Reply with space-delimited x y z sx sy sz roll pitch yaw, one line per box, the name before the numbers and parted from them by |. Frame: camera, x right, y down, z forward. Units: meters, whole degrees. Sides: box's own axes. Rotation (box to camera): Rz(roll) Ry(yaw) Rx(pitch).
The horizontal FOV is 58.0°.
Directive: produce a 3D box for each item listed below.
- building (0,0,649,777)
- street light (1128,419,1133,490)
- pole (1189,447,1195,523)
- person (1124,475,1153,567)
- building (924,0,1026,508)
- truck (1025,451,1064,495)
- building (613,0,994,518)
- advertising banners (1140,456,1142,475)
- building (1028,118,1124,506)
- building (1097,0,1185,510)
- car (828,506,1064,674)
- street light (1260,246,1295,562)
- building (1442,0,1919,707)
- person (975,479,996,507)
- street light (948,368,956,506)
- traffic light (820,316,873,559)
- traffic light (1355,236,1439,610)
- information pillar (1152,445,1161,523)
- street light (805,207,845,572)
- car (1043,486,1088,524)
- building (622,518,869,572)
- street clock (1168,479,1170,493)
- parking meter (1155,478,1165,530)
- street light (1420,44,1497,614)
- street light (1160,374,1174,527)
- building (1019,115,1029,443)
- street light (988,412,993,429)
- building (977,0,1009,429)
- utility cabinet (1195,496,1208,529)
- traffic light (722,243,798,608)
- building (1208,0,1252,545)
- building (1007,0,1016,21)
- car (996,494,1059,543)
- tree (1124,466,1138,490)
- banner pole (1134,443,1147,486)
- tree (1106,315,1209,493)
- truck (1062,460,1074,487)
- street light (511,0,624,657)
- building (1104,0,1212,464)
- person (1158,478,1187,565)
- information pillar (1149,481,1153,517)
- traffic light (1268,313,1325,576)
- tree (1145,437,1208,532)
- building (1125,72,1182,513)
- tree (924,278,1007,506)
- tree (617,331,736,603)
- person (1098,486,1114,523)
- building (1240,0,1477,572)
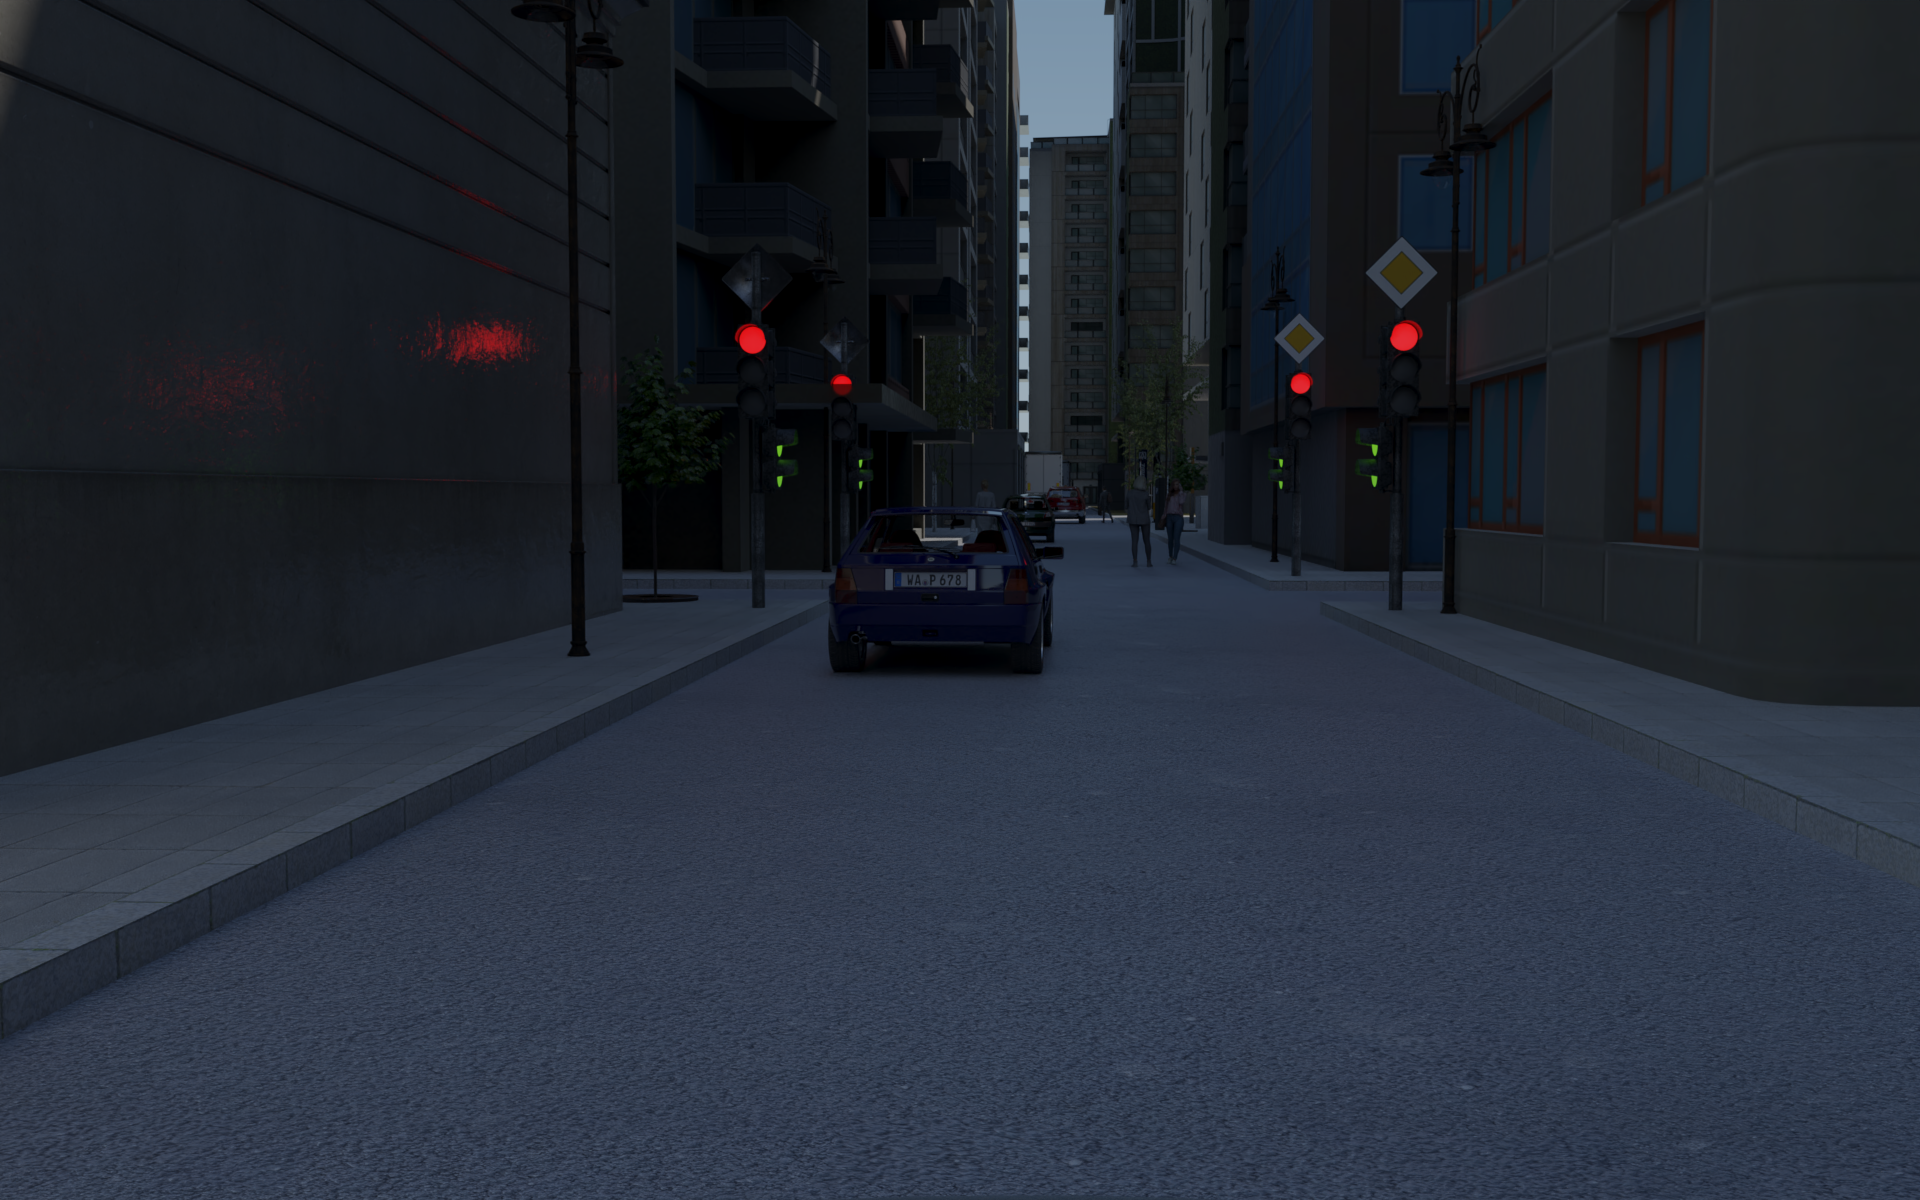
building | -18.333 -10.927 11.937 30.059 22.955 16.112 0 4 3
street light | 9.912 -7.862 101.326 0.468 5.910 1.993 0 4 3
pole | 10.125 -5.001 75.605 0.158 3.312 0.155 0 3 0
person | 3.511 -1.554 34.094 0.537 1.800 0.526 1 4 21
building | -7.443 -38.888 74.071 20.563 71.187 20.611 0 4 3
truck | 5.740 -7.955 118.980 2.839 4.237 11.283 0 4 3
building | -9.026 -28.278 116.964 22.147 44.769 28.867 0 4 3
advertising banners | 8.252 -5.026 78.365 0.090 3.025 2.074 0 4 1
building | 14.582 -31.086 191.846 14.086 41.232 14.154 0 4 3
building | 21.597 -42.792 137.905 20.563 71.187 20.611 0 4 3
car | -0.074 -0.161 15.211 1.945 1.354 3.894 0 4 5
street light | 5.931 -3.651 32.488 0.468 5.910 1.993 0 4 3
building | 18.396 -9.697 3.585 27.650 21.520 28.899 0 4 3
person | 0.565 -1.996 41.494 0.694 1.780 0.624 0 4 7
street light | -0.277 -5.492 62.575 0.468 5.910 1.993 0 4 3
traffic light | -1.806 -2.353 27.389 0.839 4.253 0.868 0 4 3
traffic light | 4.796 -1.842 19.037 0.839 4.253 0.868 0 4 3
information pillar | 8.800 -5.267 77.466 0.183 3.616 0.504 3 5 42
street light | -2.188 -3.393 28.269 0.468 5.910 1.993 0 4 3
car | 5.136 -4.664 84.937 2.281 1.827 5.304 0 4 5
building | -11.090 -23.619 40.802 22.147 44.769 28.867 0 4 3
street clock | 9.777 -4.688 81.224 0.471 2.002 0.358 3 5 42
parking meter | 7.084 -3.403 61.354 0.255 1.863 0.399 -1 4 -17
street light | 5.252 -2.792 18.431 0.468 5.910 1.993 0 4 3
street light | 7.970 -5.756 66.897 0.468 5.910 1.993 0 4 3
building | -7.399 -35.337 197.367 30.456 49.044 23.786 0 4 3
street light | 1.721 -7.611 97.227 0.468 5.910 1.993 0 4 3
building | -3.346 -27.839 138.766 14.154 41.232 14.086 0 4 3
utility cabinet | 9.215 -3.259 64.442 1.020 1.237 0.306 -2 4 -35
traffic light | -2.255 -1.865 19.417 0.839 4.253 0.868 0 4 3
building | 14.063 -16.977 49.270 14.160 30.474 14.107 0 4 3
building | -2.090 -30.740 152.710 14.600 45.320 14.200 0 4 3
car | 2.011 -2.618 52.585 2.009 1.686 4.222 0 4 2
tree | 11.831 -7.372 115.128 1.663 3.219 1.824 0 3 0
banner pole | 8.812 -5.809 84.990 0.863 3.779 0.401 2 4 28
tree | 8.225 -7.365 70.782 4.737 8.622 4.395 0 3 0
truck | 8.319 -9.847 149.912 2.839 4.237 11.283 0 4 5
street light | -3.023 -2.493 13.555 0.468 5.910 1.993 0 4 3
building | 28.117 -35.040 162.148 28.713 52.752 27.495 0 4 3
person | 4.364 -1.607 35.360 0.593 1.750 0.643 2 4 27
information pillar | 10.628 -5.566 95.495 0.304 2.012 0.304 -1 4 -19
traffic light | 5.245 -2.330 27.010 0.839 4.253 0.868 0 4 3
tree | 7.563 -3.933 58.900 1.663 3.219 1.824 0 3 0
building | 18.646 -21.423 121.959 14.160 30.474 14.107 0 4 3
tree | -0.628 -6.599 58.252 4.737 8.622 4.395 0 3 0
tree | -3.650 -1.594 20.663 1.663 3.219 1.824 0 3 0
person | 7.213 -4.722 85.665 0.622 1.834 0.822 -2 4 -26
building | 13.409 -23.444 33.421 14.200 45.320 14.600 0 4 3
